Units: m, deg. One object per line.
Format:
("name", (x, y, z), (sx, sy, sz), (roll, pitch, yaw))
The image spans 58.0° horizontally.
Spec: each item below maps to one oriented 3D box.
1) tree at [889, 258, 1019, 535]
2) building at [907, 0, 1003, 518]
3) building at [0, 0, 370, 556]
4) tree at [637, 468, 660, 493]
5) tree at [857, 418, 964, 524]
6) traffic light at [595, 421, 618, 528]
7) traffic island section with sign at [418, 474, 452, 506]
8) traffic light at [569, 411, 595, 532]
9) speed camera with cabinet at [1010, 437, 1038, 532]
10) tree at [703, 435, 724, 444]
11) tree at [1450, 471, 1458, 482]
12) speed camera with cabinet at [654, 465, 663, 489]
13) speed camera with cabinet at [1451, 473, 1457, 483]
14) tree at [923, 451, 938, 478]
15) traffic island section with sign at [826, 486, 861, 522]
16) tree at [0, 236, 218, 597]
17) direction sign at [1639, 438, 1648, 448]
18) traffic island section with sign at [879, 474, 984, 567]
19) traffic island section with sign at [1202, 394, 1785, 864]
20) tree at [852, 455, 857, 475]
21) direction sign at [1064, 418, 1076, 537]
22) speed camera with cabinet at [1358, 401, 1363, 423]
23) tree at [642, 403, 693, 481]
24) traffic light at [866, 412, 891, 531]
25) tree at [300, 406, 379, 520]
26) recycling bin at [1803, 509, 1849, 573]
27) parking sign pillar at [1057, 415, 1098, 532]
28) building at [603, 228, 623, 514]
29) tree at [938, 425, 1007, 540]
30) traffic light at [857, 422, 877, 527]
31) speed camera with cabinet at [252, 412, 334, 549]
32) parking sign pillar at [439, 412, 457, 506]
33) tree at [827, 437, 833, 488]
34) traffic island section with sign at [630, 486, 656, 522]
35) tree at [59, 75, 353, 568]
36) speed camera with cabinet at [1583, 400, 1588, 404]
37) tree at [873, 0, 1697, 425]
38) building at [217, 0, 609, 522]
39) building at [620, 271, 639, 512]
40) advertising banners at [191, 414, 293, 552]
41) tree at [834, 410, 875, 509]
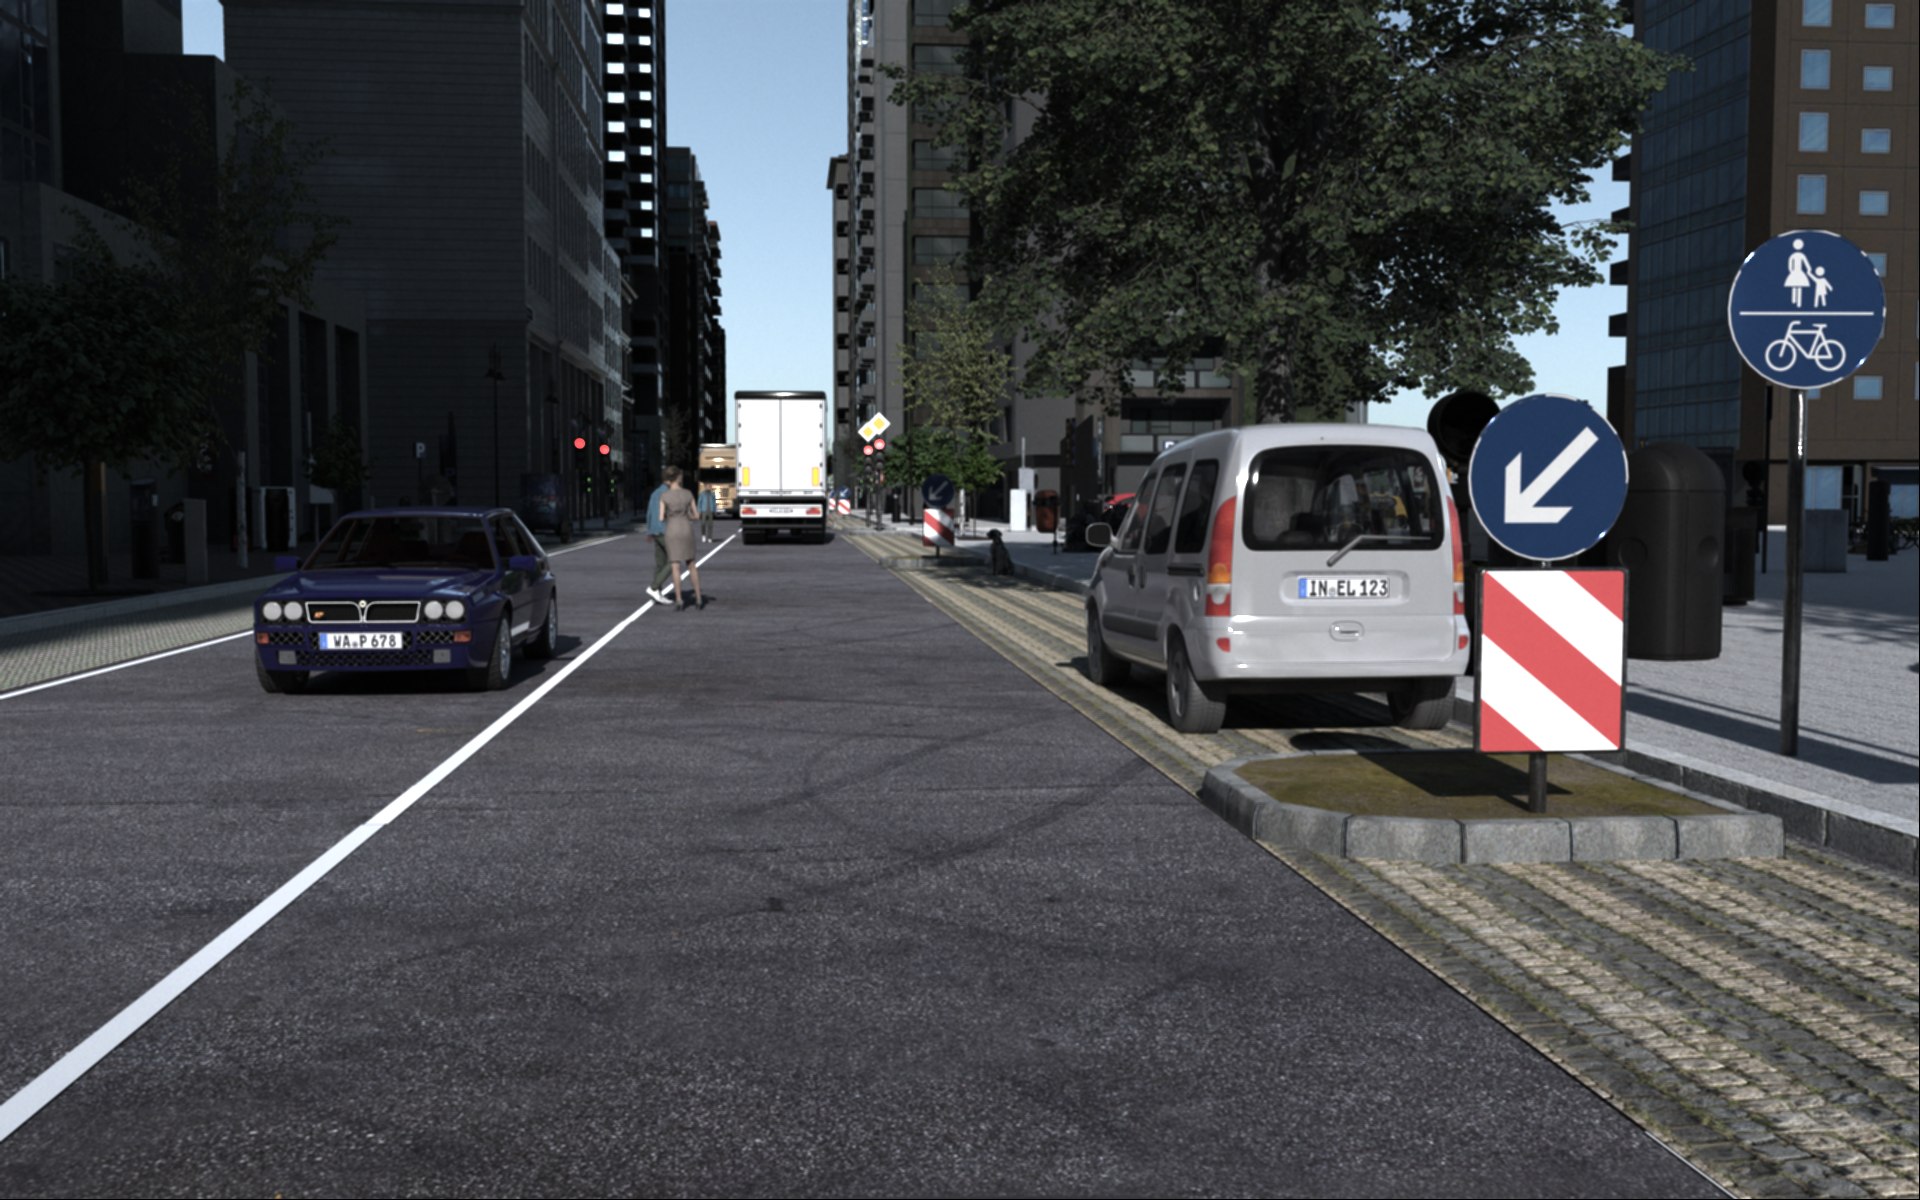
("tree", (-0.013, -6.313, 53.578), (4.737, 8.622, 4.395), (0, 3, 0))
("building", (3.799, -20.086, 100.110), (14.160, 30.474, 14.107), (0, 4, -6))
("building", (-33.922, -44.627, 42.330), (31.000, 86.520, 22.319), (0, 4, -6))
("tree", (-22.530, -8.004, 125.475), (1.663, 3.219, 1.824), (0, 3, 0))
("tree", (-1.461, -5.604, 75.331), (4.285, 4.588, 4.351), (0, 3, 0))
("traffic light", (-13.554, -4.735, 66.330), (0.839, 4.253, 0.868), (0, 4, -6))
("traffic island section with sign", (-10.328, -1.548, 33.938), (1.989, 1.847, 2.006), (0, 4, -6))
("traffic light", (-12.753, -4.249, 58.385), (0.839, 4.253, 0.868), (0, 4, -6))
("speed camera with cabinet", (2.225, -4.009, 59.881), (0.660, 3.252, 2.038), (1, 4, 14))
("tree", (-30.574, -16.227, 215.672), (4.360, 8.622, 3.978), (0, 3, 0))
("tree", (15.365, -3.475, 51.426), (1.663, 3.219, 1.824), (0, 3, 0))
("speed camera with cabinet", (-20.837, -7.660, 119.581), (0.660, 3.252, 2.038), (-1, 4, -10))
("speed camera with cabinet", (24.640, -5.667, 86.984), (0.660, 3.252, 2.038), (1, 4, 19))
("tree", (-0.659, -4.402, 66.573), (1.663, 3.219, 1.824), (0, 3, 0))
("traffic island section with sign", (-6.179, -4.990, 90.217), (1.989, 1.847, 2.006), (0, 4, -6))
("tree", (-11.228, -2.360, 22.295), (4.285, 4.588, 4.351), (0, 3, 0))
("direction sign", (27.716, -4.788, 70.284), (0.379, 3.537, 0.876), (3, 5, 41))
("traffic island section with sign", (-0.611, -1.607, 34.905), (1.989, 1.847, 2.006), (0, 4, -6))
("traffic island section with sign", (2.153, 0.061, 7.636), (1.989, 1.847, 2.006), (0, 4, -6))
("tree", (-5.293, -7.742, 110.299), (4.285, 4.588, 4.351), (0, 3, 0))
("direction sign", (3.311, -3.658, 51.799), (0.379, 3.537, 0.876), (-1, 4, -14))
("speed camera with cabinet", (8.421, -2.658, 37.793), (0.660, 3.252, 2.038), (0, 4, 4))
("tree", (-23.355, -11.527, 138.824), (4.360, 8.622, 3.978), (0, 3, 0))
("traffic light", (-2.793, -4.311, 59.401), (0.839, 4.253, 0.868), (0, 4, -6))
("tree", (-13.577, -2.663, 38.144), (1.663, 3.219, 1.824), (0, 3, 0))
("recycling bin", (14.186, -0.982, 28.617), (0.722, 1.027, 0.722), (1, 4, 11))
("parking sign pillar", (4.076, -4.341, 59.450), (1.447, 3.967, 1.447), (3, 5, 40))
("building", (-26.324, -15.221, 103.613), (10.420, 20.320, 16.860), (0, 4, -6))
("tree", (0.384, -3.306, 48.654), (1.663, 3.219, 1.824), (0, 3, 0))
("traffic light", (-3.594, -4.797, 67.346), (0.839, 4.253, 0.868), (0, 4, -6))
("speed camera with cabinet", (-15.953, -2.868, 41.231), (0.660, 3.252, 2.038), (2, 4, 33))
("parking sign pillar", (-16.570, -4.138, 56.133), (1.447, 3.967, 1.447), (-1, 4, -20))
("tree", (-16.932, -16.849, 225.838), (4.737, 8.622, 4.395), (0, 3, 0))
("traffic island section with sign", (-15.883, -4.918, 89.038), (1.989, 1.847, 2.006), (0, 4, -6))
("tree", (-12.744, -4.866, 29.925), (4.737, 8.622, 4.395), (0, 3, 0))
("speed camera with cabinet", (12.473, -2.581, 36.535), (2.038, 3.252, 0.660), (1, 4, 11))
("tree", (3.881, -6.968, 20.577), (9.857, 13.997, 8.962), (0, 3, 0))
("building", (-23.515, -18.514, 80.201), (11.434, 29.767, 29.804), (0, 4, -6))
("building", (-28.604, -15.716, 121.580), (10.561, 19.102, 19.286), (0, 4, -6))
("advertising banners", (-15.874, -2.573, 38.259), (2.074, 3.025, 0.090), (-1, 4, -12))
("tree", (-8.944, -12.386, 152.874), (4.360, 8.622, 3.978), (0, 3, 0))
